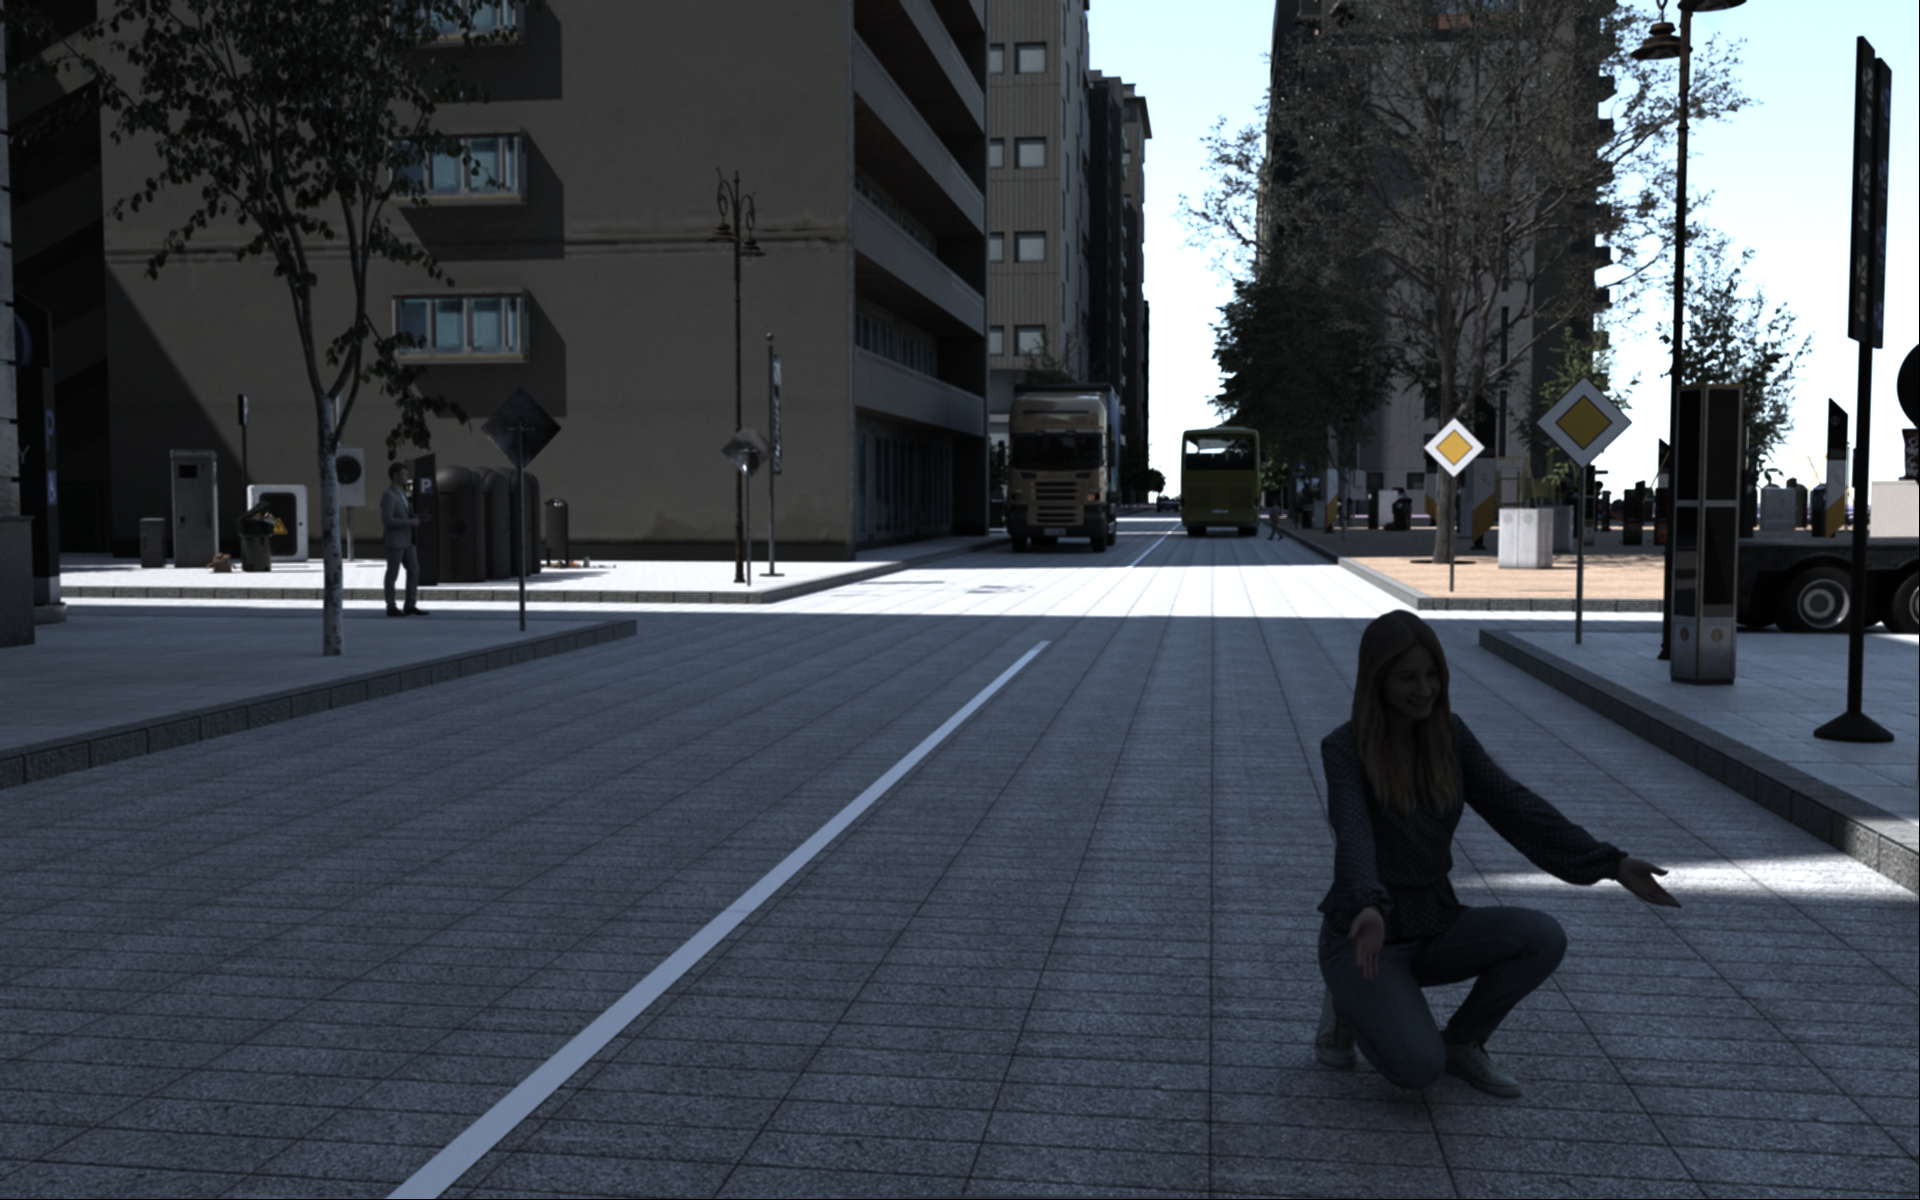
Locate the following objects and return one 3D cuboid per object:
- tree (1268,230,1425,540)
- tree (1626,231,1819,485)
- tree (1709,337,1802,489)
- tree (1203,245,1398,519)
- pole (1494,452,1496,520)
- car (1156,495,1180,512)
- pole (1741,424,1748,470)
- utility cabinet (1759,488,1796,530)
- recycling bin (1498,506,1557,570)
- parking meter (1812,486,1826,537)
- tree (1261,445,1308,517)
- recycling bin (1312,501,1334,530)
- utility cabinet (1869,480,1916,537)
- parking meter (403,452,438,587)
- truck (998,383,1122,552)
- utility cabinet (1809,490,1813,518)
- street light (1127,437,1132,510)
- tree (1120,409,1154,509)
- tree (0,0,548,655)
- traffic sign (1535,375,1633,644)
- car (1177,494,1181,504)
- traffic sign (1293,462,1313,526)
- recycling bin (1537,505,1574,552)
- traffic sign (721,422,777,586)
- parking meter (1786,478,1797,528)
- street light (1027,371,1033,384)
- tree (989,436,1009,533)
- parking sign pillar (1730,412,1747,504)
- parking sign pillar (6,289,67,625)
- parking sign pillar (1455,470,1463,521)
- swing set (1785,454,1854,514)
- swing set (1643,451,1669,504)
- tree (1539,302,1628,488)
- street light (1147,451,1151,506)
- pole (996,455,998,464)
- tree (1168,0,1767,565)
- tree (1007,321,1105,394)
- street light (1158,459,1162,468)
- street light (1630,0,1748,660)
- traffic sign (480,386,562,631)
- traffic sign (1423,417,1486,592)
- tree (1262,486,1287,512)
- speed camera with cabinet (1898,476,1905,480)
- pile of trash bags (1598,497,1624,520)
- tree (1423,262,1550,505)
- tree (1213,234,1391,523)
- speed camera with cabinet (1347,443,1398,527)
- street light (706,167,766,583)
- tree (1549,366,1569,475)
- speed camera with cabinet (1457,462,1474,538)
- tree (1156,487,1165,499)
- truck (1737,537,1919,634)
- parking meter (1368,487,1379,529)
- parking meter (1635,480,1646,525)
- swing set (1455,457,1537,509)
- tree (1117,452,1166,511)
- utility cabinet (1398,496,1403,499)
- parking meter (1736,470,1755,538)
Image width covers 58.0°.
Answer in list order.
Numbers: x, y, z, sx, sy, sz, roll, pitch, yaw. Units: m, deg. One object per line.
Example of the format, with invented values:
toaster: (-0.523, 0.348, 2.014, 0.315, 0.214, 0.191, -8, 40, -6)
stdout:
tree: (10.751, -5.988, 48.265, 4.360, 8.622, 3.978, 0, 3, 0)
tree: (21.338, -5.992, 48.329, 4.737, 8.622, 4.395, 0, 3, 0)
tree: (37.378, -8.052, 82.017, 4.360, 8.622, 3.978, 0, 3, 0)
tree: (17.405, -11.179, 89.435, 9.857, 13.997, 8.962, 0, 3, 0)
pole: (26.169, -5.571, 84.931, 0.158, 3.312, 0.155, 0, 3, 0)
car: (16.693, -7.728, 138.935, 1.945, 1.354, 3.894, 1, 4, 9)
pole: (22.930, -3.476, 50.671, 0.158, 3.312, 0.155, 0, 3, 0)
utility cabinet: (28.919, -3.214, 61.230, 1.173, 1.500, 0.318, 0, 4, -8)
recycling bin: (9.751, -1.058, 29.846, 0.722, 1.027, 0.722, 3, 4, 38)
parking meter: (25.656, -2.648, 51.703, 0.372, 1.533, 0.369, 0, 3, 0)
tree: (18.136, -6.998, 98.129, 4.285, 4.588, 4.351, 0, 3, 0)
recycling bin: (13.077, -3.051, 62.430, 0.722, 1.027, 0.722, 0, 4, 7)
utility cabinet: (15.085, -1.148, 27.445, 0.318, 1.500, 1.173, -2, 4, -35)
parking meter: (-7.521, -1.126, 24.129, 0.255, 1.863, 0.399, 3, 4, 37)
truck: (2.884, -3.503, 46.196, 2.839, 4.237, 11.283, 0, 4, 7)
utility cabinet: (45.453, -5.073, 91.627, 1.173, 1.500, 0.318, -2, 4, -31)
street light: (13.750, -10.279, 140.847, 0.468, 5.910, 1.993, 1, 4, 8)
tree: (14.870, -12.221, 150.172, 4.360, 8.622, 3.978, 0, 3, 0)
tree: (-5.071, -3.852, 13.344, 4.360, 8.622, 3.978, 0, 3, 0)
traffic sign: (5.296, -0.681, 14.778, 0.795, 2.450, 0.064, 1, 4, 8)
car: (27.681, -12.553, 215.469, 2.015, 1.641, 3.980, 0, 4, 8)
traffic sign: (13.575, -4.189, 68.592, 0.768, 2.556, 0.104, 1, 4, 15)
recycling bin: (13.218, -1.586, 38.484, 0.722, 1.027, 0.722, 2, 4, 24)
traffic sign: (-2.939, -1.249, 24.069, 0.795, 2.450, 0.064, 1, 4, 8)
parking meter: (30.172, -3.498, 62.897, 0.255, 1.863, 0.399, 0, 4, 3)
street light: (2.625, -5.669, 65.470, 0.468, 5.910, 1.993, 1, 4, 8)
tree: (1.047, -3.864, 57.781, 1.663, 3.219, 1.824, 0, 3, 0)
parking sign pillar: (23.513, -3.976, 53.473, 1.447, 3.967, 1.447, 1, 4, 11)
parking sign pillar: (-9.692, -1.751, 17.097, 1.447, 3.967, 1.447, -1, 4, -14)
parking sign pillar: (24.308, -5.875, 84.531, 1.447, 3.967, 1.447, 0, 4, -4)
swing set: (34.288, -4.384, 69.298, 2.862, 2.851, 3.119, 1, 4, 9)
swing set: (24.345, -3.706, 58.219, 2.862, 2.851, 3.119, 0, 4, 5)
tree: (24.324, -7.155, 67.351, 4.737, 8.622, 4.395, 0, 3, 0)
street light: (19.929, -12.862, 183.075, 0.468, 5.910, 1.993, 1, 4, 8)
pole: (1.808, -5.469, 83.263, 0.158, 3.312, 0.155, 0, 3, 0)
tree: (9.074, -7.413, 31.574, 12.009, 13.543, 11.850, 0, 3, 0)
tree: (4.235, -7.594, 74.519, 4.360, 8.622, 3.978, 0, 3, 0)
street light: (25.900, -15.377, 224.207, 0.468, 5.910, 1.993, 1, 4, 8)
street light: (5.511, -2.476, 13.268, 0.468, 5.910, 1.993, 1, 4, 8)
traffic sign: (-4.095, -0.766, 16.168, 0.795, 2.450, 0.064, 1, 4, 8)
traffic sign: (6.453, -1.164, 22.679, 0.795, 2.450, 0.064, 1, 4, 8)
tree: (22.747, -7.940, 124.413, 1.663, 3.219, 1.824, 0, 3, 0)
speed camera with cabinet: (47.745, -5.666, 86.973, 2.038, 3.252, 0.660, -3, 5, -43)
pile of trash bags: (32.017, -4.738, 87.222, 3.447, 1.369, 1.912, 1, 4, 18)
tree: (15.466, -6.368, 54.472, 4.360, 8.622, 3.978, 0, 3, 0)
tree: (14.961, -9.676, 76.335, 7.486, 12.596, 7.792, 0, 3, 0)
speed camera with cabinet: (16.063, -4.483, 67.635, 2.038, 3.252, 0.660, -1, 4, -14)
street light: (-3.192, -3.189, 24.922, 0.468, 5.910, 1.993, 1, 4, 8)
tree: (31.359, -8.729, 93.073, 4.360, 8.622, 3.978, 0, 3, 0)
speed camera with cabinet: (14.772, -3.409, 50.077, 0.660, 3.252, 2.038, 1, 4, 11)
tree: (28.477, -15.514, 248.261, 1.663, 3.219, 1.824, 0, 3, 0)
truck: (16.830, -1.631, 16.419, 18.799, 4.110, 2.967, 0, 4, 8)
parking meter: (15.268, -3.396, 63.941, 0.372, 1.533, 0.369, 0, 3, 0)
parking meter: (28.414, -4.080, 72.415, 0.399, 1.863, 0.255, 3, 5, 41)
swing set: (22.617, -4.608, 72.957, 3.119, 2.851, 2.862, 0, 4, -4)
tree: (12.674, -9.188, 133.936, 4.285, 4.588, 4.351, 0, 3, 0)
utility cabinet: (20.278, -4.251, 80.671, 0.306, 1.237, 1.020, 3, 5, 39)
parking meter: (18.751, -2.181, 41.368, 0.399, 1.863, 0.255, -2, 4, -28)
